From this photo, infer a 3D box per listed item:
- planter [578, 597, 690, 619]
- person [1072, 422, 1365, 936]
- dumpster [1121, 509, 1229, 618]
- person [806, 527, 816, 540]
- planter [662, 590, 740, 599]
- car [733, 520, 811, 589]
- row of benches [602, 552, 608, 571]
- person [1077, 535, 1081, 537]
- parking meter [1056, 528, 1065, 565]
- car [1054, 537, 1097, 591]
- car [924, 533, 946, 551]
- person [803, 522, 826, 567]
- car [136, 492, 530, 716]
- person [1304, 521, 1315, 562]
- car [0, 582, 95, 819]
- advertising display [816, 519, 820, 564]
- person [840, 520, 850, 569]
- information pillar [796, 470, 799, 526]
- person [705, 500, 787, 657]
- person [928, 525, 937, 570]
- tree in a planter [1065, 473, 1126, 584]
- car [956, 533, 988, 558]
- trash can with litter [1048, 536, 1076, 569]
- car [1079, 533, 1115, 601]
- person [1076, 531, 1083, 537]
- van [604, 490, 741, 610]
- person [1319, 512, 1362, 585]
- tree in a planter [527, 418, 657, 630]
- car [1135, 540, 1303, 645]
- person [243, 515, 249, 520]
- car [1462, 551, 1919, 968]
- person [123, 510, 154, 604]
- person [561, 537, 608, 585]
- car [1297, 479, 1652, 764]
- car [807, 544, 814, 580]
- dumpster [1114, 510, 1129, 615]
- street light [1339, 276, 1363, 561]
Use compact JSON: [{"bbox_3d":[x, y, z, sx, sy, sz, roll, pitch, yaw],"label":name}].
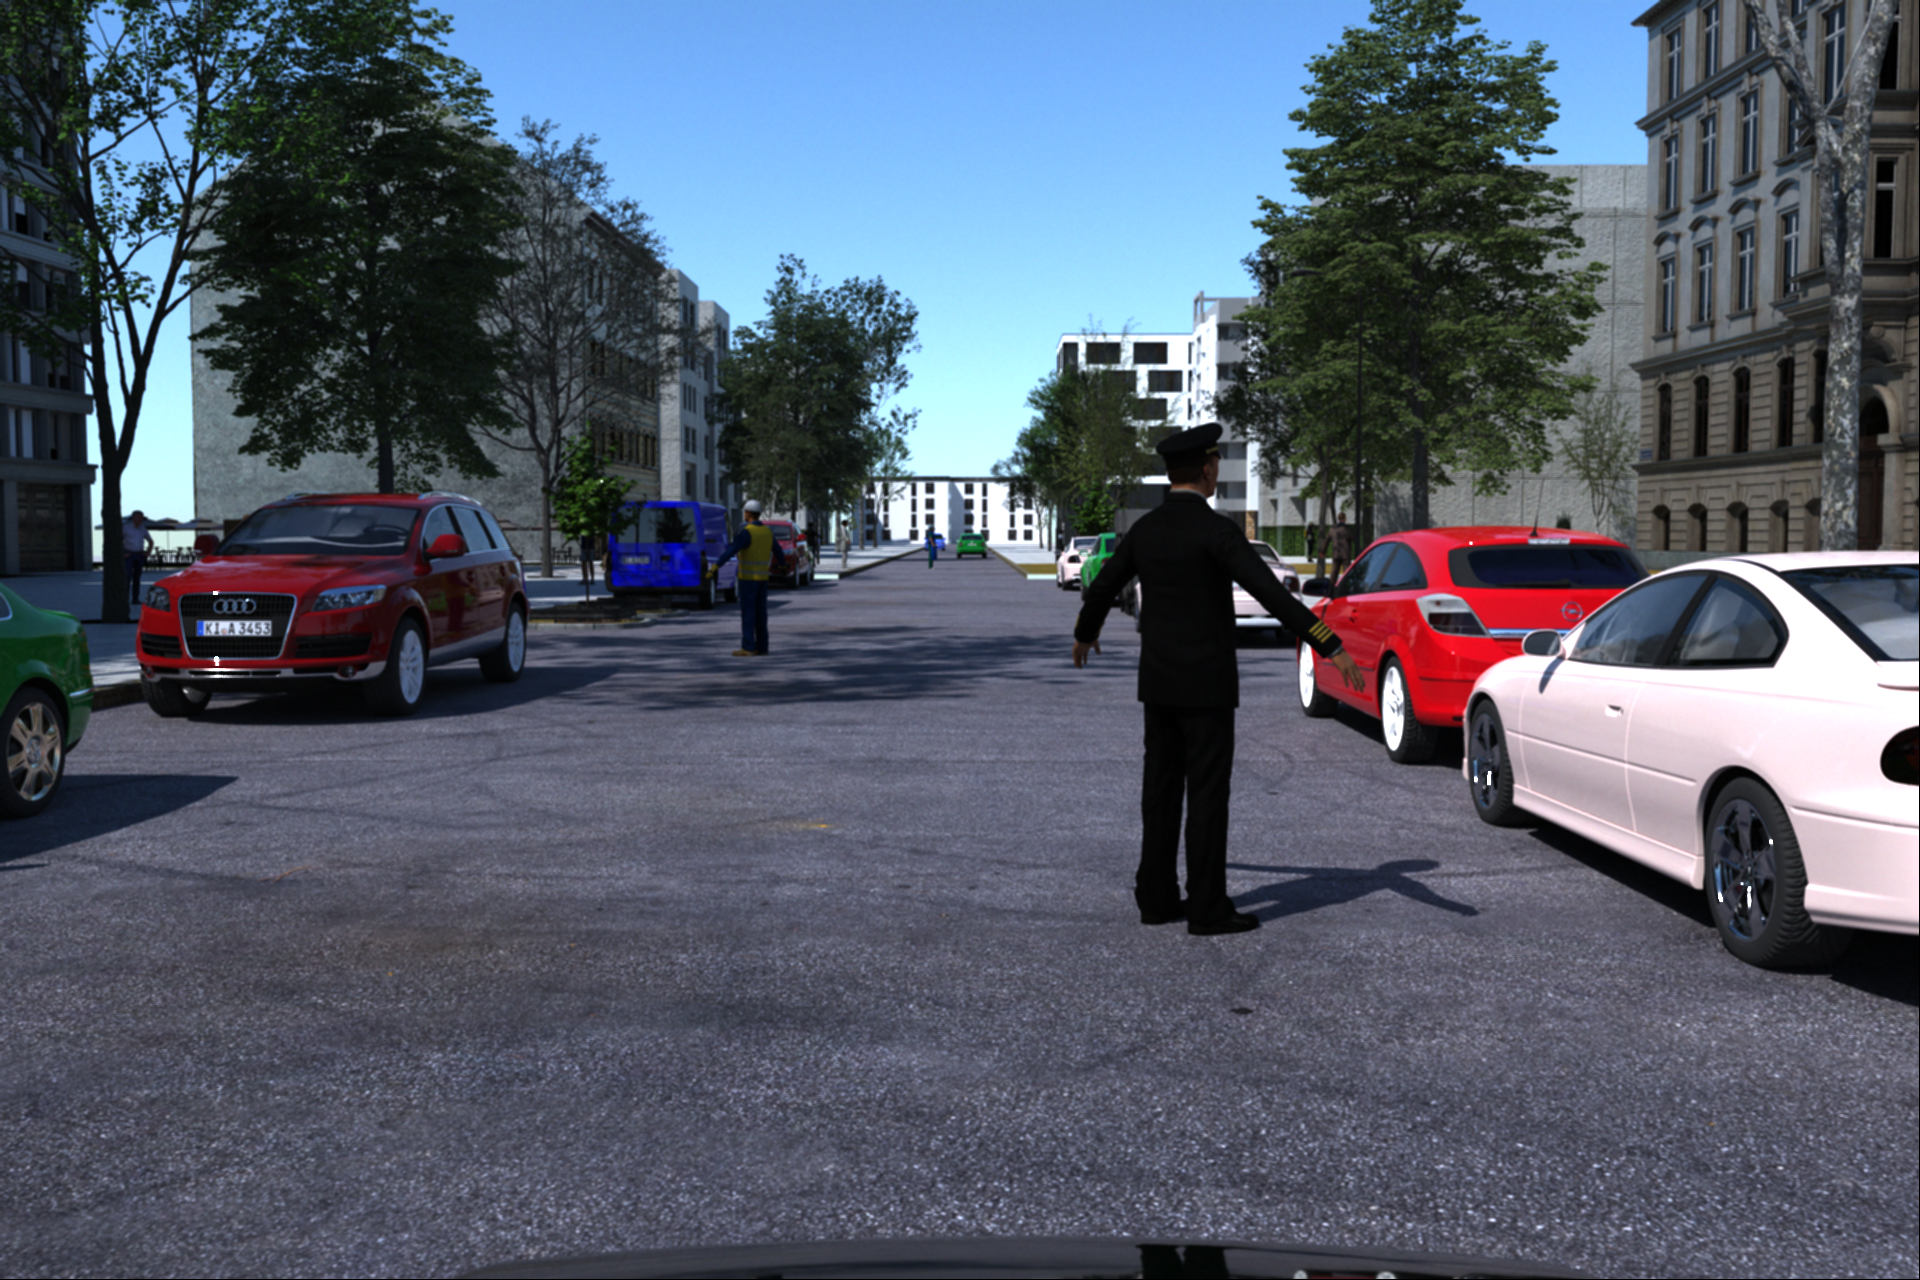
[{"bbox_3d":[-5.793,-0.556,30.235,1.991,0.319,1.994,0,3,0],"label":"planter"},{"bbox_3d":[0.853,0.128,6.307,0.705,1.837,1.347,-3,5,-41],"label":"person"},{"bbox_3d":[3.690,-1.324,29.856,1.865,1.857,1.264,0,4,1],"label":"dumpster"},{"bbox_3d":[-7.090,-4.616,81.653,0.705,1.806,1.347,3,4,37],"label":"person"},{"bbox_3d":[-5.789,-1.102,39.150,1.991,0.319,1.994,0,4,1],"label":"planter"},{"bbox_3d":[-5.217,-2.329,46.754,2.281,1.827,5.304,0,4,0],"label":"car"},{"bbox_3d":[-11.708,-2.680,59.284,1.422,0.672,4.104,-1,4,-18],"label":"row of benches"},{"bbox_3d":[5.777,-4.450,78.890,1.348,1.813,0.705,-2,4,-34],"label":"person"},{"bbox_3d":[4.203,-3.931,72.690,0.372,1.533,0.369,0,3,0],"label":"parking meter"},{"bbox_3d":[3.531,-2.017,45.344,2.083,1.381,4.827,0,4,1],"label":"car"},{"bbox_3d":[-2.135,-8.502,148.599,1.945,1.707,3.694,0,4,0],"label":"car"},{"bbox_3d":[-5.761,-3.715,67.454,1.216,1.740,0.721,2,4,26],"label":"person"},{"bbox_3d":[-5.313,-0.406,15.306,2.281,1.827,5.304,0,4,0],"label":"car"},{"bbox_3d":[15.929,-4.449,78.521,0.705,1.856,1.354,1,4,16],"label":"person"},{"bbox_3d":[-5.574,0.085,7.400,1.959,1.807,4.718,0,4,0],"label":"car"},{"bbox_3d":[-6.044,-4.194,73.779,0.123,1.923,0.974,0,4,-1],"label":"advertising display"},{"bbox_3d":[-4.242,-3.549,64.220,0.705,1.806,1.347,-1,4,-9],"label":"person"},{"bbox_3d":[-5.934,-4.400,63.302,0.183,3.616,0.504,0,3,0],"label":"information pillar"},{"bbox_3d":[-2.453,-0.732,20.398,0.705,1.833,1.349,3,4,36],"label":"person"},{"bbox_3d":[-1.116,-3.756,69.989,0.704,1.817,1.347,0,4,0],"label":"person"},{"bbox_3d":[3.969,-3.261,50.544,1.991,3.239,1.994,0,3,0],"label":"tree in a planter"},{"bbox_3d":[0.710,-5.814,103.863,1.959,1.807,4.718,0,4,0],"label":"car"},{"bbox_3d":[4.079,-3.162,62.750,1.678,1.210,2.233,0,4,-2],"label":"trash can with litter"},{"bbox_3d":[3.467,-1.644,35.672,1.959,1.807,4.718,0,3,0],"label":"car"},{"bbox_3d":[6.038,-4.943,86.961,0.704,1.812,1.346,0,4,-2],"label":"person"},{"bbox_3d":[-5.595,-1.841,34.485,2.240,2.365,5.245,0,3,0],"label":"van"},{"bbox_3d":[8.352,-1.916,37.918,0.990,1.755,0.434,3,4,38],"label":"person"},{"bbox_3d":[-5.803,-1.814,26.881,1.991,3.239,1.994,0,4,1],"label":"tree in a planter"},{"bbox_3d":[3.465,-0.692,23.677,2.083,1.381,4.827,0,4,1],"label":"car"},{"bbox_3d":[-19.630,-2.551,47.796,1.344,1.819,0.704,2,4,30],"label":"person"},{"bbox_3d":[3.517,0.322,7.102,2.083,1.381,4.827,0,4,0],"label":"car"},{"bbox_3d":[-14.992,-1.501,31.524,0.436,1.711,0.756,3,5,43],"label":"person"},{"bbox_3d":[-9.464,-2.309,43.925,1.345,1.807,0.704,-3,5,-42],"label":"person"},{"bbox_3d":[3.594,-0.199,12.290,2.155,1.783,4.494,0,3,0],"label":"car"},{"bbox_3d":[-5.437,-2.469,52.174,2.131,1.459,4.920,0,4,0],"label":"car"},{"bbox_3d":[3.685,-1.407,31.224,1.865,1.857,1.264,0,4,1],"label":"dumpster"},{"bbox_3d":[7.573,-3.546,30.513,1.470,5.913,1.316,0,3,0],"label":"street light"}]
